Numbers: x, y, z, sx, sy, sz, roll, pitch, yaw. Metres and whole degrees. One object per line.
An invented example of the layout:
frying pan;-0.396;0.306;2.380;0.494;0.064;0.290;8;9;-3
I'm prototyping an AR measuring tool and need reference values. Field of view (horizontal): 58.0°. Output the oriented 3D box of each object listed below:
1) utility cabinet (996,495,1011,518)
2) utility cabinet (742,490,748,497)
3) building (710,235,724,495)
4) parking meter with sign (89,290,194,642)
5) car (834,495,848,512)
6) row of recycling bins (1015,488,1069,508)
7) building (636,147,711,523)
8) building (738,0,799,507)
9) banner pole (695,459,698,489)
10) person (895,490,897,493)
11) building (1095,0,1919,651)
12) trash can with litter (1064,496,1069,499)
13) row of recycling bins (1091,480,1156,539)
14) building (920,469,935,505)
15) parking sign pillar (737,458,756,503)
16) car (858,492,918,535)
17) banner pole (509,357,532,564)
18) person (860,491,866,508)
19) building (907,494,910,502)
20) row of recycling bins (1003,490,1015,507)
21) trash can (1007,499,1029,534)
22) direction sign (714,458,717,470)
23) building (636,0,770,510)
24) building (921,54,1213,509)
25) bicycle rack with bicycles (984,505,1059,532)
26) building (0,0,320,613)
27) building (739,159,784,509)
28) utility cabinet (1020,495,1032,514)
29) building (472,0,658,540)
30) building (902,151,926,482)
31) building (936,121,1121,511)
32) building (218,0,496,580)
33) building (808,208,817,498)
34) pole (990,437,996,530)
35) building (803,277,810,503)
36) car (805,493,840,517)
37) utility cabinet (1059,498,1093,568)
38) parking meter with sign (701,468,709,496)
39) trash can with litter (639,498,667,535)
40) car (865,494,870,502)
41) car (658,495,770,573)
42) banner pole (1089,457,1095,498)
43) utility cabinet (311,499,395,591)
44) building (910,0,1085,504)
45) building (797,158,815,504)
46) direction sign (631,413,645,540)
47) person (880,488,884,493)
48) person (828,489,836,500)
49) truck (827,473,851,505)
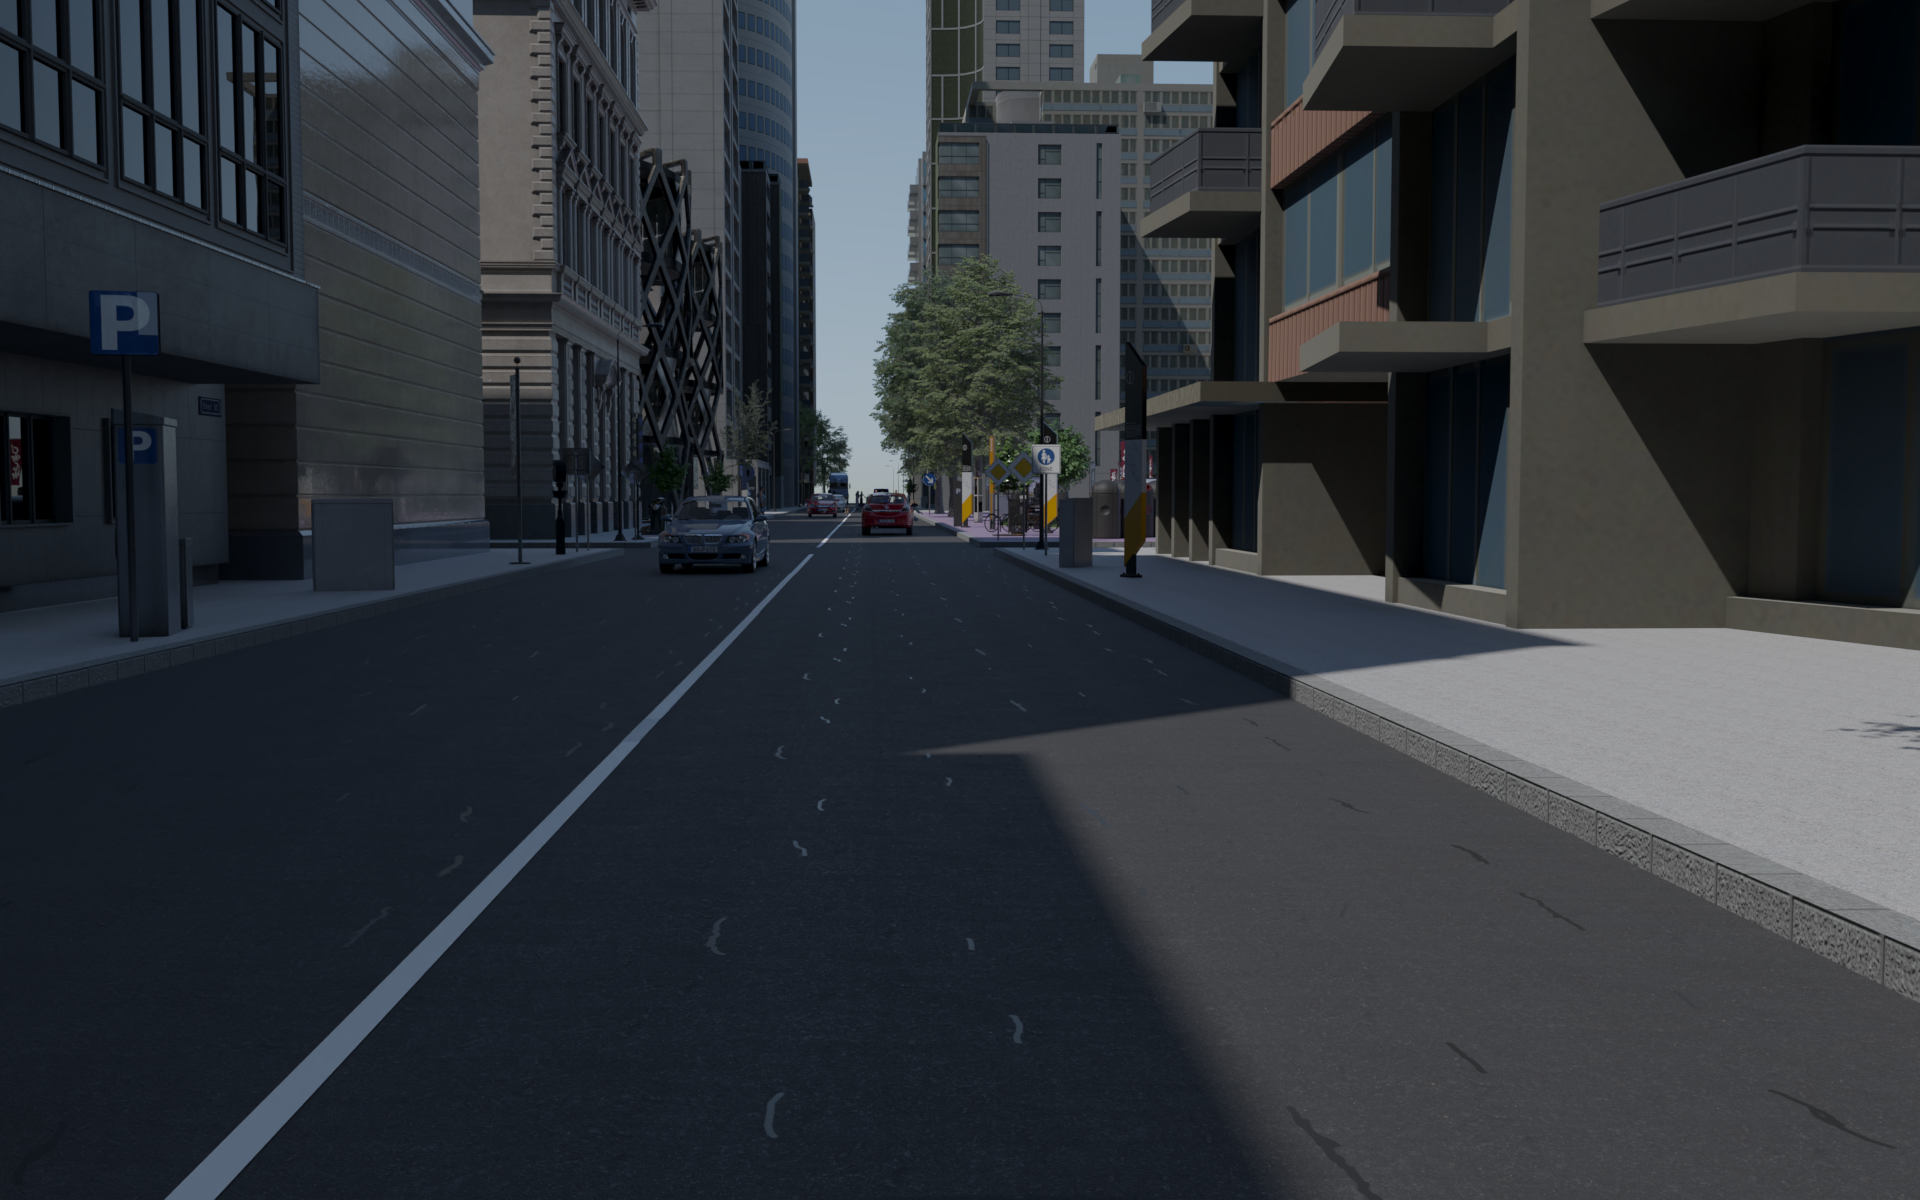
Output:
utility cabinet;2.226;-4.917;91.548;1.020;1.237;0.306;-3;4;-38
utility cabinet;-11.557;-5.156;92.986;0.318;1.500;1.173;0;4;-5
building;-21.933;-14.076;97.587;16.820;18.784;16.811;0;4;-3
parking meter with sign;-7.381;-1.193;15.764;0.543;3.016;1.738;-1;4;-14
car;-10.092;-7.791;139.743;2.083;1.381;4.827;0;4;-2
row of recycling bins;5.510;-6.425;112.158;3.534;1.692;1.069;2;4;35
building;-20.267;-12.711;75.280;16.820;18.784;16.811;0;4;-3
building;-26.982;-38.376;169.446;21.231;58.520;28.212;0;4;-3
banner pole;-16.553;-7.216;108.004;0.401;3.779;0.863;-3;5;-39
person;-4.594;-7.083;125.026;1.217;1.735;0.721;-1;4;-11
building;14.464;-22.584;23.878;22.147;44.769;28.867;0;4;-3
trash can with litter;6.732;-5.688;104.380;1.055;1.170;0.624;-1;4;-16
row of recycling bins;4.978;-2.665;50.681;1.069;1.692;3.534;3;4;39
building;10.010;-20.756;184.397;27.650;21.520;28.899;0;4;-3
parking sign pillar;-14.639;-7.983;118.989;1.447;3.967;1.447;-3;5;-44
car;-2.565;-3.220;61.694;2.155;1.783;4.494;0;4;-1
banner pole;-8.176;-2.561;31.886;0.401;3.779;0.863;-2;4;-27
person;-10.028;-10.157;175.348;1.217;1.735;0.721;2;4;33
building;7.900;-35.417;270.947;32.217;40.220;23.993;0;4;-3
row of recycling bins;3.995;-7.024;121.954;1.069;1.692;3.534;-2;4;-24
trash can;1.846;-2.659;55.132;0.748;1.137;0.748;0;3;0
direction sign;-15.221;-7.108;108.215;0.379;3.537;0.876;-2;4;-27
building;-25.105;-42.349;130.658;20.563;71.187;20.611;0;4;-3
building;12.757;-28.473;157.412;32.217;40.220;23.993;0;4;-3
bicycle rack with bicycles;2.242;-2.733;58.069;2.925;0.926;2.852;-1;4;-13
building;-15.339;-13.356;11.882;14.314;27.812;24.014;0;4;-3
building;-22.665;-23.099;149.377;14.160;30.474;14.107;0;4;-3
utility cabinet;3.145;-4.067;77.655;1.020;1.237;0.306;3;5;43
building;-16.627;-13.950;56.958;11.050;23.489;19.941;0;4;-3
building;3.890;-38.136;243.129;23.786;49.044;30.456;0;4;-3
building;5.003;-22.417;138.211;14.160;30.474;14.107;0;4;-3
building;-19.836;-14.986;30.922;20.117;28.700;13.634;0;4;-3
building;-28.995;-37.494;263.139;14.600;45.320;14.200;0;4;-3
pole;1.168;-4.171;62.046;0.158;3.312;0.155;0;3;0
building;-32.441;-37.998;244.971;21.300;48.544;21.600;0;4;-3
car;-8.548;-6.026;107.561;2.155;1.783;4.494;0;4;-5
utility cabinet;2.043;-1.187;30.577;0.306;1.237;1.020;1;4;23
parking meter with sign;-16.686;-7.312;115.809;0.543;3.016;1.738;-2;4;-34
trash can with litter;-9.682;-2.627;54.334;1.055;1.170;0.624;3;4;39
car;-12.463;-14.367;246.700;2.131;1.459;4.920;0;4;-1
car;-4.636;-1.289;33.072;2.014;1.417;4.499;0;4;-1
banner pole;8.881;-7.751;116.740;0.401;3.779;0.863;3;5;41
utility cabinet;-8.092;-0.730;23.092;1.020;1.237;0.306;-1;4;-23
building;4.074;-47.626;216.942;20.563;71.187;20.611;0;4;-3
building;-29.862;-34.580;220.000;22.147;44.769;28.867;0;4;-3
direction sign;-9.041;-3.459;48.549;0.379;3.537;0.876;1;4;9
person;-5.808;-7.460;130.104;1.348;1.869;0.705;1;4;10
person;-10.223;-7.772;135.586;1.348;1.822;0.705;-3;4;-37
truck;-15.840;-14.480;226.511;2.967;4.110;18.799;0;4;-4
